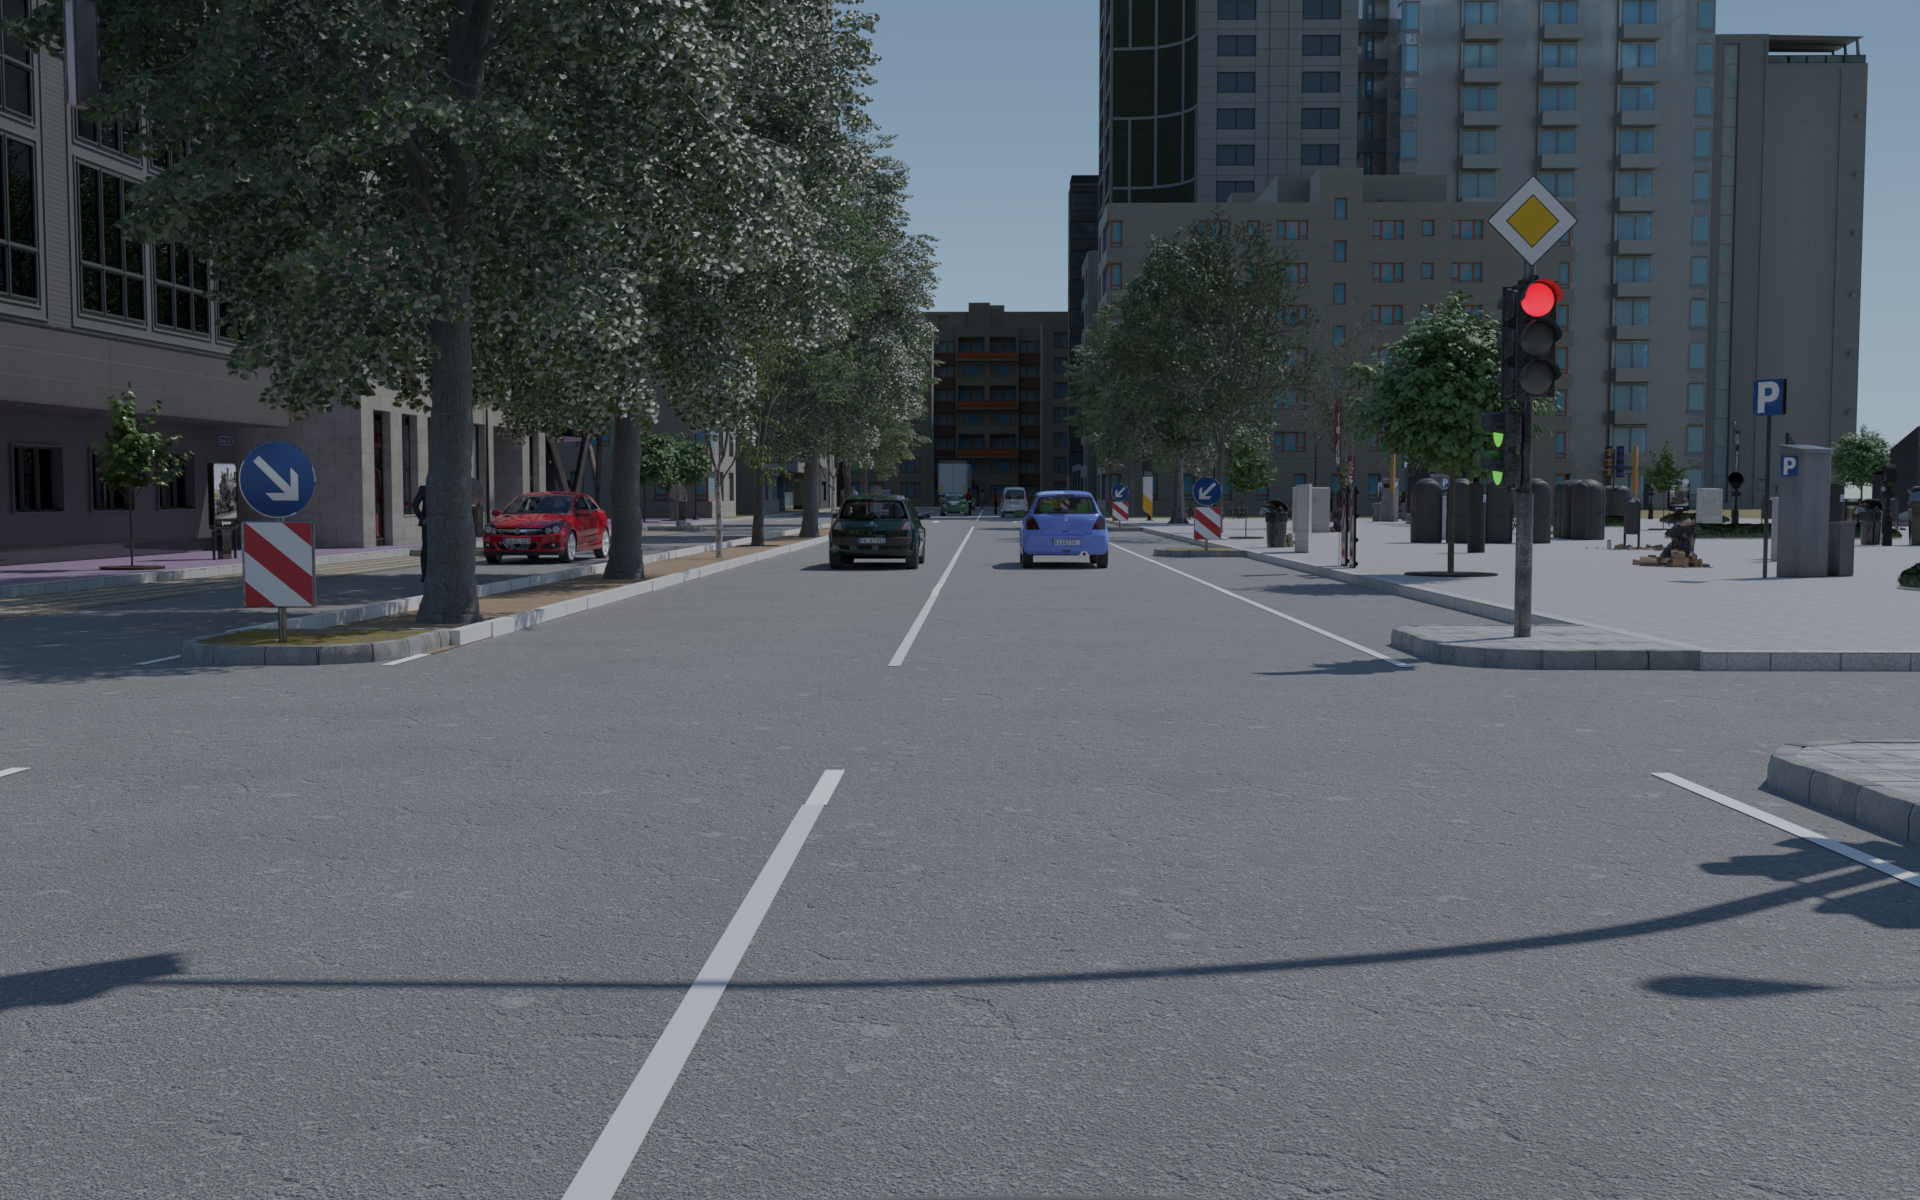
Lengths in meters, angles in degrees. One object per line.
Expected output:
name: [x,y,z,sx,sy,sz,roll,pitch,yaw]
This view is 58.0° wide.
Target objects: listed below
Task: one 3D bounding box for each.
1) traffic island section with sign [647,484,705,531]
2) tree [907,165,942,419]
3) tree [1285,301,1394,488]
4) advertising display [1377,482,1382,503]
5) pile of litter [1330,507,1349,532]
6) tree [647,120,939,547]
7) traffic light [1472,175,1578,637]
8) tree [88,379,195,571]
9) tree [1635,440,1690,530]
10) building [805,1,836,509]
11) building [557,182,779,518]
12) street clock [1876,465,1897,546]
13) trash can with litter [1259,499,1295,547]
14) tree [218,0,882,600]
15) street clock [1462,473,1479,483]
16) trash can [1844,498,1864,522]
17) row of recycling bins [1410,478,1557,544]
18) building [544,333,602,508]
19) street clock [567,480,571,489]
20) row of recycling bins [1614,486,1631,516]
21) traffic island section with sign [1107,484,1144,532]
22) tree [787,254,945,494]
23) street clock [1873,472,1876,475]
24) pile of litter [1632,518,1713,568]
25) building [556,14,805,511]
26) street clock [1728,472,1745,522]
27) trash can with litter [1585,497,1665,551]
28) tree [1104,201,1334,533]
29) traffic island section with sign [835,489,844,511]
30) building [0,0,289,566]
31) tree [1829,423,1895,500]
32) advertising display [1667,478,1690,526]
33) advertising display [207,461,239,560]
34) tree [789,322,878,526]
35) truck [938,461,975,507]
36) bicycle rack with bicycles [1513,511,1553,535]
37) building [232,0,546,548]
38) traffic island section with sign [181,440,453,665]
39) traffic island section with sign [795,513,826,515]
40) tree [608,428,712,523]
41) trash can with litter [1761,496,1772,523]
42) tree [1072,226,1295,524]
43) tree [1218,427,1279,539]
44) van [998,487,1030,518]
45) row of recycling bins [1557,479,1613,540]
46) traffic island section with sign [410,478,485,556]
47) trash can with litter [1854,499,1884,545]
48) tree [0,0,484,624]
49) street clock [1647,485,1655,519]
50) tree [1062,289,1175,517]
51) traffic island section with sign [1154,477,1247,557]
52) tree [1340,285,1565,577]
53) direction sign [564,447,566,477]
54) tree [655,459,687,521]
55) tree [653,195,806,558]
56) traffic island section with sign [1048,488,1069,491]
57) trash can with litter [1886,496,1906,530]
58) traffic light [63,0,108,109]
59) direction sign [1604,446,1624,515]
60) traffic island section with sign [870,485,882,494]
traffic island section with sign: [-11.071,-3.618,67.790,1.989,1.847,2.006,0,4,1]
tree: [-5.019,-9.065,57.329,9.857,13.997,8.962,0,3,0]
tree: [14.375,-7.030,65.311,4.360,8.622,3.978,0,3,0]
advertising display: [21.820,-5.175,89.825,0.123,1.923,0.974,0,4,0]
pile of litter: [12.582,-2.721,58.449,1.719,0.858,1.176,-1,4,-15]
tree: [-5.389,-7.244,46.644,9.928,11.665,9.643,0,3,0]
traffic light: [5.037,-1.623,15.456,0.839,4.253,0.868,0,4,1]
tree: [-14.090,-2.124,29.330,1.663,3.219,1.824,0,3,0]
tree: [25.164,-4.098,61.599,1.663,3.219,1.824,0,3,0]
building: [-22.485,-43.893,155.895,20.611,71.187,20.563,0,4,1]
building: [-26.682,-15.948,105.791,27.650,21.520,28.899,0,4,1]
street clock: [22.845,-2.328,42.625,0.358,2.002,0.471,1,4,13]
trash can with litter: [7.679,-1.859,41.778,0.624,1.170,1.055,2,4,32]
tree: [-5.671,-7.327,28.909,9.857,13.997,8.962,0,3,0]
street clock: [15.155,-2.867,51.443,0.471,2.002,0.358,-2,4,-31]
trash can: [30.070,-2.863,58.458,0.748,1.137,0.748,0,3,0]
row of recycling bins: [13.614,-2.335,45.296,3.534,1.692,1.069,1,4,12]
building: [-22.565,-12.133,65.830,16.820,18.784,16.811,0,4,1]
street clock: [-20.175,-5.177,89.213,0.358,2.002,0.471,-1,4,-20]
row of recycling bins: [32.337,-4.835,86.168,1.069,1.692,3.534,0,4,-3]
traffic island section with sign: [6.040,-3.577,67.114,1.989,1.847,2.006,0,4,1]
tree: [-4.582,-9.808,80.952,7.486,12.596,7.792,0,3,0]
street clock: [28.429,-2.990,53.459,0.358,2.002,0.471,-2,4,-33]
pile of litter: [12.662,-1.028,30.780,1.176,0.858,1.719,0,4,3]
building: [-23.328,-30.973,130.111,21.300,48.544,21.600,0,4,1]
street clock: [25.171,-3.157,56.179,0.471,2.002,0.358,3,4,37]
trash can with litter: [15.641,-1.763,39.887,1.678,1.210,2.233,-1,4,-16]
tree: [8.289,-7.458,56.348,8.767,10.594,7.601,2,4,35]
traffic island section with sign: [-9.648,-8.348,145.118,1.989,1.847,2.006,0,4,1]
building: [-22.504,-14.328,27.766,14.314,27.812,24.014,0,4,1]
tree: [41.354,-5.858,79.490,4.285,4.588,4.351,0,3,0]
advertising display: [28.974,-3.953,69.844,0.974,1.923,0.123,-1,4,-16]
advertising display: [-14.468,-1.762,34.024,0.123,1.923,0.974,0,4,4]
tree: [-4.785,-6.864,65.052,4.360,8.622,3.978,0,3,0]
truck: [-0.317,-9.943,151.485,2.839,4.237,11.283,0,4,3]
bicycle rack with bicycles: [18.109,-2.496,54.200,2.925,0.926,2.852,3,5,42]
building: [-19.118,-11.868,48.787,10.420,20.320,16.860,0,4,1]
traffic island section with sign: [-5.810,-0.446,15.430,2.006,1.907,1.989,0,4,1]
traffic island section with sign: [-10.147,-6.686,117.944,1.989,1.847,2.006,0,4,1]
tree: [-14.282,-5.763,77.931,4.285,4.588,4.351,0,3,0]
trash can with litter: [30.337,-3.337,65.621,1.678,1.210,2.233,-2,4,-26]
tree: [9.491,-9.624,74.358,9.611,12.733,9.660,0,3,0]
tree: [8.127,-3.374,49.773,1.663,3.219,1.824,0,3,0]
van: [3.324,-6.080,106.411,2.013,2.044,4.112,0,4,1]
row of recycling bins: [17.751,-2.613,49.829,1.069,1.692,3.534,1,4,9]
traffic island section with sign: [-11.573,-1.949,40.488,1.989,1.847,2.006,0,4,1]
trash can with litter: [22.929,-1.971,43.617,0.624,1.170,1.055,3,4,36]
tree: [-5.700,-6.719,18.970,9.857,13.997,8.962,0,3,0]
street clock: [35.065,-5.095,87.875,0.471,2.002,0.358,-2,4,-34]
tree: [9.181,-10.923,96.721,7.486,12.596,7.792,0,3,0]
traffic island section with sign: [5.529,-1.929,40.163,1.989,1.847,2.006,0,4,1]
tree: [7.833,-2.661,27.228,4.285,4.588,4.351,0,3,0]
direction sign: [-19.232,-5.649,84.360,0.379,3.537,0.876,-1,4,-9]
tree: [-13.629,-5.364,82.302,1.663,3.219,1.824,0,3,0]
tree: [-5.356,-5.228,38.301,4.737,8.622,4.395,0,3,0]
traffic island section with sign: [6.958,-6.647,117.306,1.989,1.847,2.006,0,4,1]
trash can with litter: [32.619,-3.086,61.517,2.233,1.210,1.678,0,4,2]
traffic light: [-10.229,-2.513,15.756,4.771,5.953,1.251,0,4,1]
direction sign: [30.849,-5.488,81.725,0.876,3.537,0.379,2,4,34]
traffic island section with sign: [-4.430,-5.041,90.556,2.006,1.907,1.989,0,4,1]
